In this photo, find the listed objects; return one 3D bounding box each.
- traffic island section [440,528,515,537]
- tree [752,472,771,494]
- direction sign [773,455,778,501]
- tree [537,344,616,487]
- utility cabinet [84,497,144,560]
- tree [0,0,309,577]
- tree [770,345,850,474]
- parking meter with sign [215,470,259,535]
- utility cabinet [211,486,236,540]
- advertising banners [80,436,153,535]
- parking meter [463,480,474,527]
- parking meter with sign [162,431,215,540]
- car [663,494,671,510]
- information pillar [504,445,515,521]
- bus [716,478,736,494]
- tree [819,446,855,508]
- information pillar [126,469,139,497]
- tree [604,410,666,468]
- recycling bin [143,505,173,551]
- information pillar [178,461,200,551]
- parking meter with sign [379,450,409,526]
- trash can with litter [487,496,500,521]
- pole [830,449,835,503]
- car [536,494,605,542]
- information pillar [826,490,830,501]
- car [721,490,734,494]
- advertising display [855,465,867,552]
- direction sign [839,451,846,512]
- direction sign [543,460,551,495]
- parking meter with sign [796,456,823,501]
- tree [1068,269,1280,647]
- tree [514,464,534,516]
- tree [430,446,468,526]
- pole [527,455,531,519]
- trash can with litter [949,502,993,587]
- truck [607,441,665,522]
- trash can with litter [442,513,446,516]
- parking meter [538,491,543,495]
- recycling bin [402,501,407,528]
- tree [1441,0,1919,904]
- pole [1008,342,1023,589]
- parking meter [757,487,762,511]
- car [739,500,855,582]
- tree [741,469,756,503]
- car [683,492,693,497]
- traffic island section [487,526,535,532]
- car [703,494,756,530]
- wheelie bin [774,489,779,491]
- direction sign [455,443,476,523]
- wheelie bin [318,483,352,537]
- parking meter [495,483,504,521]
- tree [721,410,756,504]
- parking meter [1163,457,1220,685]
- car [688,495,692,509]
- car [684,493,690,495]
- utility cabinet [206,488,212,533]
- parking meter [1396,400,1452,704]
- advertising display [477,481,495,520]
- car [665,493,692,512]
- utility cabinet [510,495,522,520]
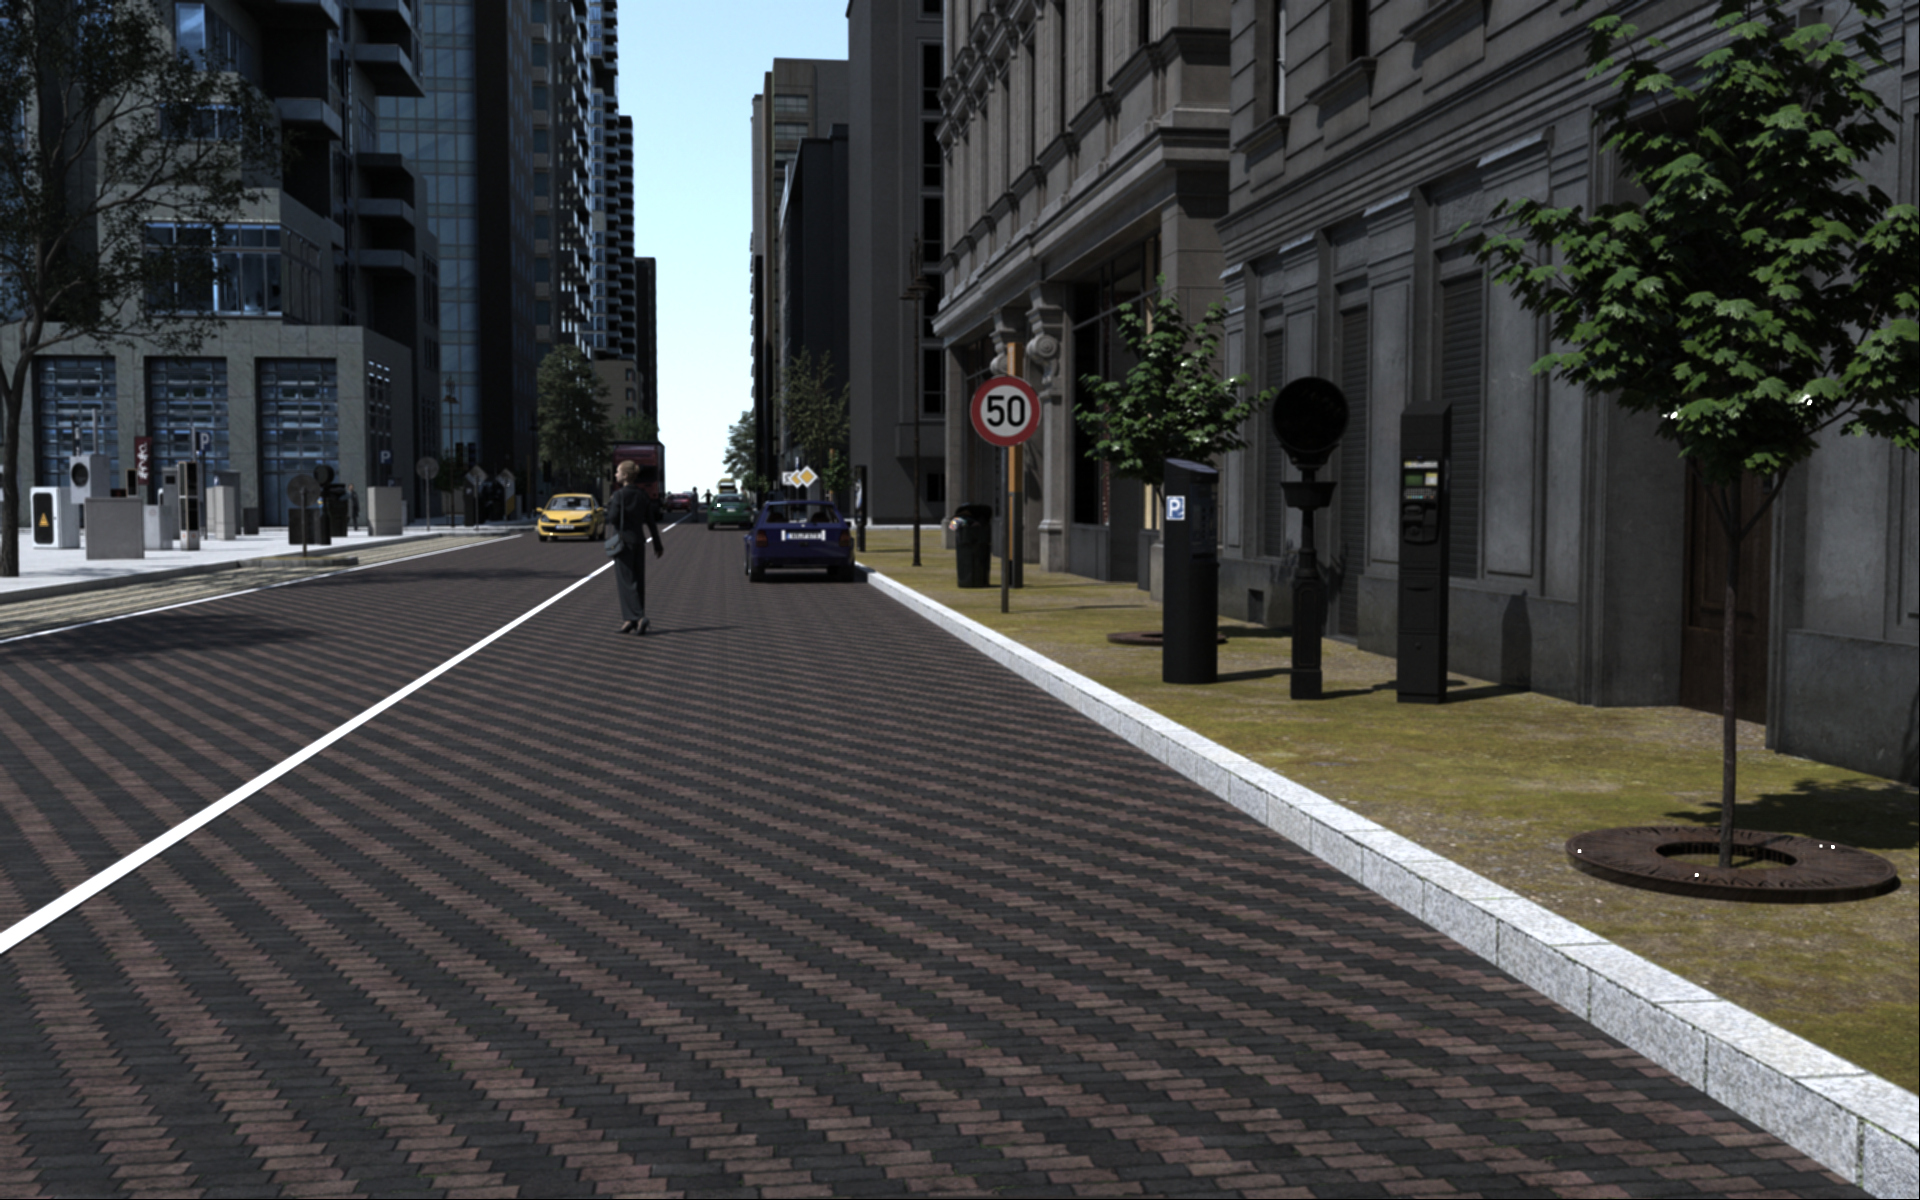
[{"bbox_3d":[-16.446,-2.242,58.944,2.009,0.180,2.903,0,4,-8],"label":"traffic island section"},{"bbox_3d":[-17.016,-9.450,149.113,1.663,3.219,1.824,0,3,0],"label":"tree"},{"bbox_3d":[-10.672,-6.625,100.316,0.379,3.537,0.876,-1,4,-21],"label":"direction sign"},{"bbox_3d":[-29.961,-13.026,131.100,7.486,12.596,7.792,0,3,0],"label":"tree"},{"bbox_3d":[-16.610,-1.397,34.011,1.020,1.237,0.306,-2,4,-31],"label":"utility cabinet"},{"bbox_3d":[-14.587,-5.615,26.225,8.767,10.594,7.601,-2,4,-31],"label":"tree"},{"bbox_3d":[-7.400,-8.343,86.768,4.737,8.622,4.395,0,3,0],"label":"tree"},{"bbox_3d":[-22.822,-3.531,53.991,0.543,3.016,1.738,3,5,43],"label":"parking meter with sign"},{"bbox_3d":[-20.466,-2.419,48.230,0.318,1.500,1.173,-2,4,-35],"label":"utility cabinet"},{"bbox_3d":[-25.404,-3.427,52.214,2.074,3.025,0.090,-1,4,-11],"label":"advertising banners"},{"bbox_3d":[-19.230,-3.795,67.754,0.399,1.863,0.255,-1,4,-23],"label":"parking meter"},{"bbox_3d":[-21.878,-3.191,48.429,1.738,3.016,0.543,1,4,10],"label":"parking meter with sign"},{"bbox_3d":[-25.925,-8.897,155.684,2.015,1.641,3.980,-1,4,-10],"label":"car"},{"bbox_3d":[-21.568,-5.597,82.858,0.504,3.616,0.183,-2,4,-35],"label":"information pillar"},{"bbox_3d":[-36.158,-16.913,268.066,2.896,3.916,12.252,-1,4,-9],"label":"bus"},{"bbox_3d":[-4.738,-4.521,68.518,1.663,3.219,1.824,0,3,0],"label":"tree"},{"bbox_3d":[-24.224,-2.828,50.733,0.304,2.012,0.304,-1,4,-21],"label":"information pillar"},{"bbox_3d":[-40.517,-17.743,215.850,9.928,11.665,9.643,0,3,0],"label":"tree"},{"bbox_3d":[-18.489,-1.653,39.582,0.722,1.027,0.722,0,4,-4],"label":"recycling bin"},{"bbox_3d":[-17.454,-2.124,39.213,0.304,2.012,0.304,2,4,34],"label":"information pillar"},{"bbox_3d":[-22.662,-4.479,69.495,0.543,3.016,1.738,0,4,5],"label":"parking meter with sign"},{"bbox_3d":[-22.141,-4.321,82.036,0.624,1.170,1.055,-2,4,-24],"label":"trash can with litter"},{"bbox_3d":[-5.745,-5.150,78.049,0.158,3.312,0.155,0,3,0],"label":"pole"},{"bbox_3d":[-11.937,-2.637,53.337,2.015,1.641,3.980,0,4,-6],"label":"car"},{"bbox_3d":[-6.353,-4.896,84.537,0.304,2.012,0.304,3,5,44],"label":"information pillar"},{"bbox_3d":[-23.689,-10.360,178.063,2.281,1.827,5.304,0,4,-6],"label":"car"},{"bbox_3d":[-2.205,-2.036,38.497,0.123,1.923,0.974,-1,4,-13],"label":"advertising display"},{"bbox_3d":[-6.413,-6.114,91.959,0.876,3.537,0.379,-2,4,-32],"label":"direction sign"},{"bbox_3d":[-27.855,-7.642,116.951,0.379,3.537,0.876,1,4,22],"label":"direction sign"},{"bbox_3d":[-6.730,-5.158,80.595,1.738,3.016,0.543,-1,4,-22],"label":"parking meter with sign"},{"bbox_3d":[1.751,-1.254,15.104,1.663,3.219,1.824,0,3,0],"label":"tree"},{"bbox_3d":[-25.316,-6.470,100.385,1.663,3.219,1.824,0,3,0],"label":"tree"},{"bbox_3d":[-20.495,-4.590,69.649,1.663,3.219,1.824,0,3,0],"label":"tree"},{"bbox_3d":[-22.276,-5.848,89.463,0.158,3.312,0.155,0,3,0],"label":"pole"},{"bbox_3d":[0.115,-0.768,23.947,0.624,1.170,1.055,0,4,-6],"label":"trash can with litter"},{"bbox_3d":[-17.296,-6.388,93.353,2.839,4.237,11.283,0,4,-8],"label":"truck"},{"bbox_3d":[-30.553,-5.441,100.023,2.233,1.210,1.678,1,4,13],"label":"trash can with litter"},{"bbox_3d":[-30.165,-7.106,124.596,0.372,1.533,0.369,0,3,0],"label":"parking meter"},{"bbox_3d":[-21.654,-3.295,66.429,0.722,1.027,0.722,0,4,-4],"label":"recycling bin"},{"bbox_3d":[2.723,-0.681,5.740,1.663,3.219,1.824,0,3,0],"label":"tree"},{"bbox_3d":[0.746,-1.811,23.448,0.158,3.312,0.155,0,3,0],"label":"pole"},{"bbox_3d":[-15.622,-7.906,134.977,0.399,1.863,0.255,0,4,-2],"label":"parking meter"},{"bbox_3d":[-2.779,-1.035,29.508,1.945,1.354,3.894,-1,4,-9],"label":"car"},{"bbox_3d":[-27.291,-14.905,227.410,4.285,4.588,4.351,0,3,0],"label":"tree"},{"bbox_3d":[-39.965,-15.026,254.352,2.281,1.827,5.304,0,4,-7],"label":"car"},{"bbox_3d":[-17.530,-2.726,66.855,2.009,0.180,2.903,0,4,-8],"label":"traffic island section"},{"bbox_3d":[-9.314,-3.569,70.145,2.131,1.459,4.920,-1,4,-9],"label":"car"},{"bbox_3d":[-11.457,-6.152,108.500,0.693,1.594,0.980,1,4,16],"label":"wheelie bin"},{"bbox_3d":[-21.745,-5.154,76.268,0.876,3.537,0.379,0,4,-1],"label":"direction sign"},{"bbox_3d":[-18.638,-2.682,51.753,0.980,1.594,0.693,-3,5,-39],"label":"wheelie bin"},{"bbox_3d":[-22.373,-4.792,84.068,0.399,1.863,0.255,-1,4,-13],"label":"parking meter"},{"bbox_3d":[-28.479,-19.353,234.546,7.486,12.596,7.792,0,3,0],"label":"tree"},{"bbox_3d":[1.572,-0.207,11.798,0.372,1.533,0.369,0,3,0],"label":"parking meter"},{"bbox_3d":[-26.062,-9.261,163.777,2.083,1.381,4.827,-1,4,-9],"label":"car"},{"bbox_3d":[-31.034,-11.375,195.579,1.945,1.707,3.694,0,4,-7],"label":"car"},{"bbox_3d":[-24.277,-2.954,56.979,0.318,1.500,1.173,1,4,15],"label":"utility cabinet"},{"bbox_3d":[2.862,-0.304,10.677,0.255,1.863,0.399,2,4,25],"label":"parking meter"},{"bbox_3d":[-23.433,-4.919,85.643,0.974,1.923,0.123,2,4,24],"label":"advertising display"},{"bbox_3d":[-22.430,-7.904,138.270,2.155,1.783,4.494,0,4,-6],"label":"car"},{"bbox_3d":[-21.729,-4.499,84.722,0.306,1.237,1.020,-2,4,-31],"label":"utility cabinet"}]
